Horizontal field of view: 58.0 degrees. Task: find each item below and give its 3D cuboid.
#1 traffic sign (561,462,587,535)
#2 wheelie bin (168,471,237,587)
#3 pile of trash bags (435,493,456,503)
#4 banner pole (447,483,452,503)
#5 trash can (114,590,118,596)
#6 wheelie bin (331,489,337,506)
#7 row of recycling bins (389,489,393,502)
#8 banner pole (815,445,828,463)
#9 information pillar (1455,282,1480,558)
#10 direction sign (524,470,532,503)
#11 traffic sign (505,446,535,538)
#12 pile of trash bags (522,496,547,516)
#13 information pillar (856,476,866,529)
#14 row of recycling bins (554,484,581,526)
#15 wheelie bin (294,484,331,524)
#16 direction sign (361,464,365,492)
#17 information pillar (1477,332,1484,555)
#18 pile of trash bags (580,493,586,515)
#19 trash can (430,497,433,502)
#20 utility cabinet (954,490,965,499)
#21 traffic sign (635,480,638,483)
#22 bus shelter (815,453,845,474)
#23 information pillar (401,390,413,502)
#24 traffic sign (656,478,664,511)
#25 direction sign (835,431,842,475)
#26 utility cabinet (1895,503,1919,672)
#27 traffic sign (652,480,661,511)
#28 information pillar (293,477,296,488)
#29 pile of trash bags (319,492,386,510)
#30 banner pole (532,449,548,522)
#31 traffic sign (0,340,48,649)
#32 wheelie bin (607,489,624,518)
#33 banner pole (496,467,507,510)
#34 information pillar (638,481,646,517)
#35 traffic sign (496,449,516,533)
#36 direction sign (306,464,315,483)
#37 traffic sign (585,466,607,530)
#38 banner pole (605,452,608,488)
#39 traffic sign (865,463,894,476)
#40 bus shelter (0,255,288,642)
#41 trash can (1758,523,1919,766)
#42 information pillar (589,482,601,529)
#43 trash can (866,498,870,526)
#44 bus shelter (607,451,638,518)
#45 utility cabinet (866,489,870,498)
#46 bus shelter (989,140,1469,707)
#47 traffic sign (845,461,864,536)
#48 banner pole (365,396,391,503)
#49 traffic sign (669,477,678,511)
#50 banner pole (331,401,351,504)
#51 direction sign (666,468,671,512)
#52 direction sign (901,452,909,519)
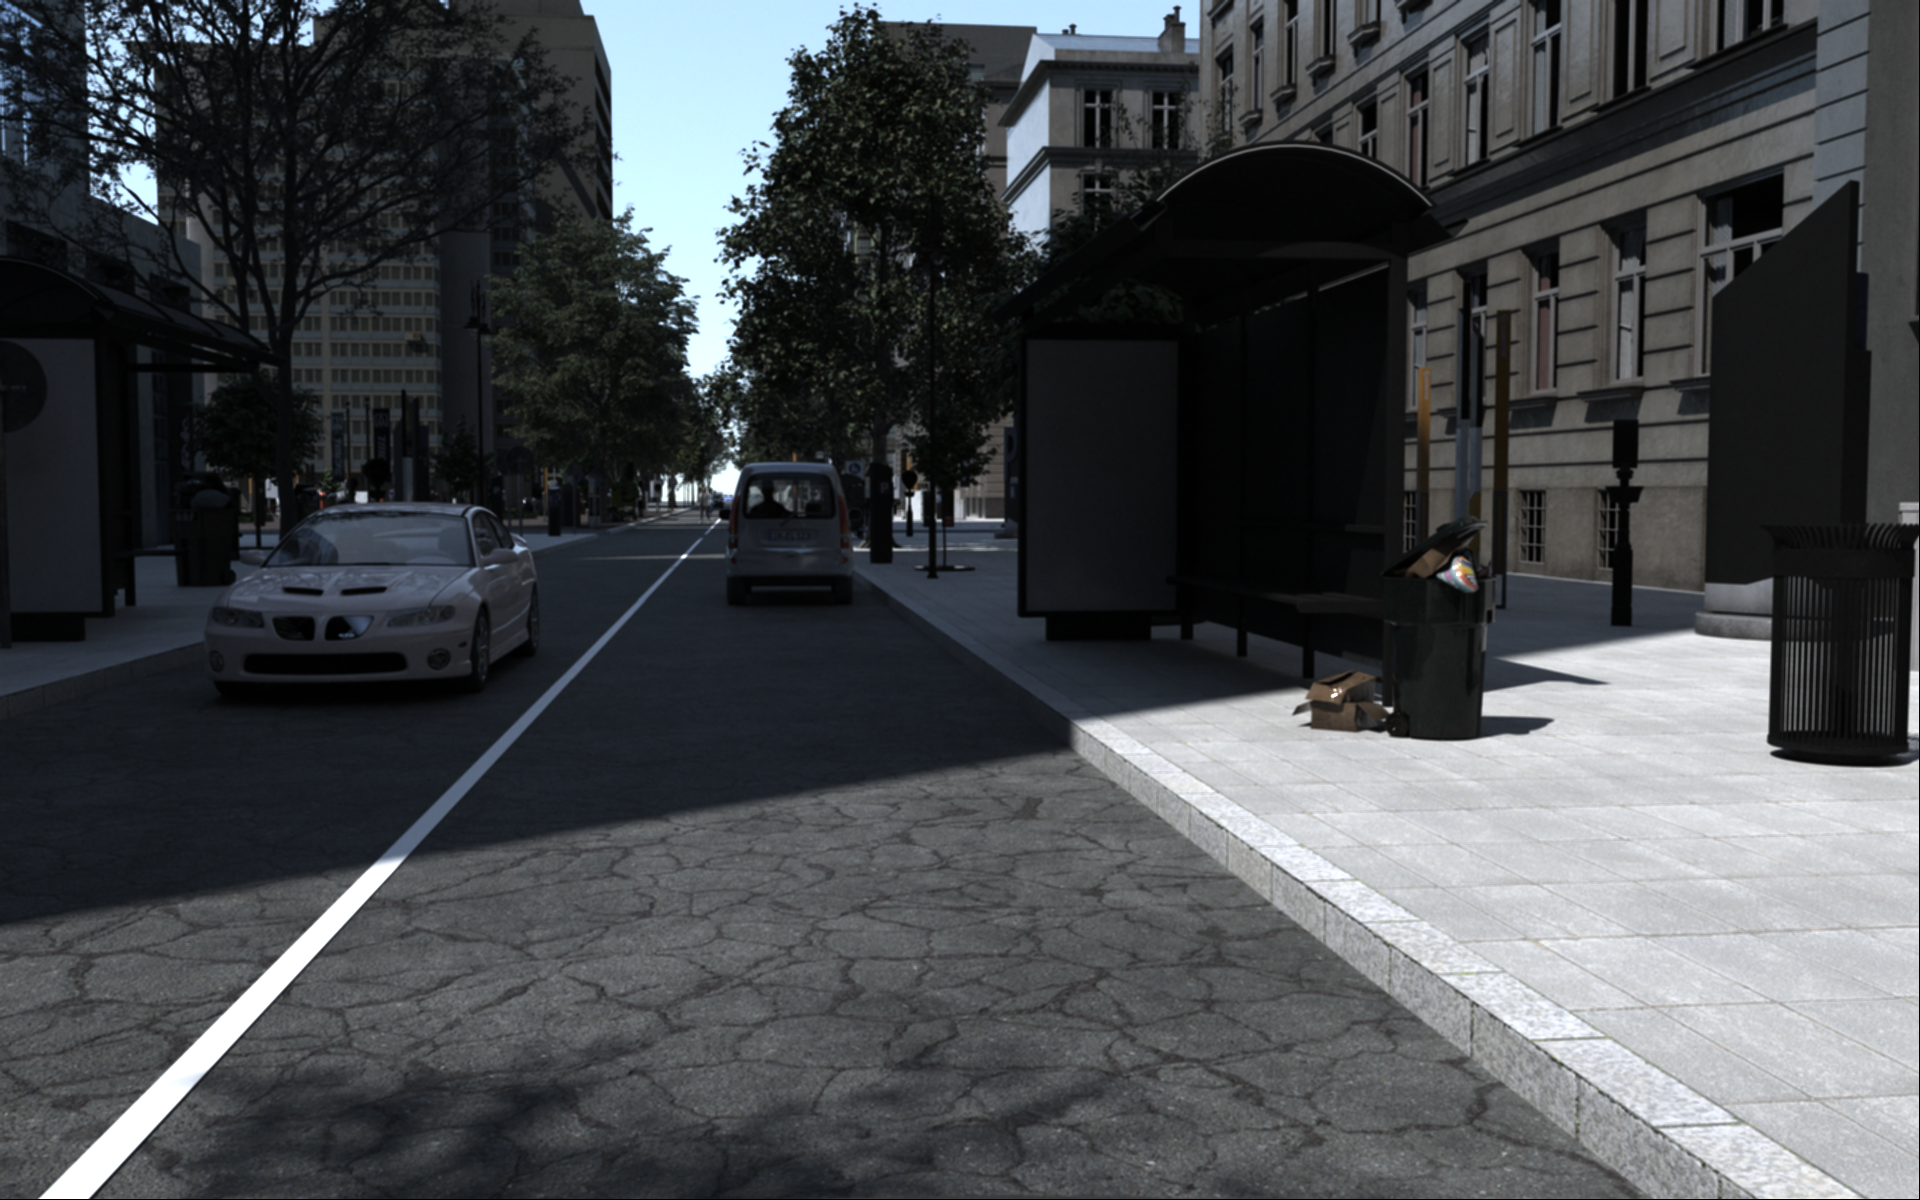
[{"bbox_3d":[-12.068,-3.093,54.220,0.795,2.450,0.064,0,4,-7],"label":"traffic sign"},{"bbox_3d":[-10.561,-0.994,24.166,0.980,1.594,0.693,1,4,23],"label":"wheelie bin"},{"bbox_3d":[-31.454,-5.852,105.433,1.912,1.369,3.447,0,4,3],"label":"pile of trash bags"},{"bbox_3d":[-37.321,-8.381,127.043,0.863,3.779,0.401,-2,4,-30],"label":"banner pole"},{"bbox_3d":[-10.490,-0.562,20.847,0.748,1.137,0.748,0,3,0],"label":"trash can"},{"bbox_3d":[-36.784,-5.694,101.011,0.980,1.594,0.693,0,4,8],"label":"wheelie bin"},{"bbox_3d":[-39.893,-7.118,123.490,1.069,1.692,3.534,0,4,-4],"label":"row of recycling bins"},{"bbox_3d":[-6.699,-5.795,84.758,0.863,3.779,0.401,-2,4,-26],"label":"banner pole"},{"bbox_3d":[5.661,-1.716,19.403,0.183,3.616,0.504,1,4,18],"label":"information pillar"},{"bbox_3d":[-26.573,-7.057,107.385,0.876,3.537,0.379,-2,4,-34],"label":"direction sign"},{"bbox_3d":[-11.567,-2.780,45.566,0.768,2.556,0.104,0,4,-6],"label":"traffic sign"},{"bbox_3d":[-24.369,-5.620,101.634,3.447,1.369,1.912,3,4,38],"label":"pile of trash bags"},{"bbox_3d":[-3.643,-3.587,63.139,0.304,2.012,0.304,3,4,36],"label":"information pillar"},{"bbox_3d":[-16.224,-3.898,70.843,1.069,1.692,3.534,-1,4,-20],"label":"row of recycling bins"},{"bbox_3d":[-19.597,-2.694,51.947,0.693,1.594,0.980,2,4,31],"label":"wheelie bin"},{"bbox_3d":[-45.542,-8.577,132.228,0.379,3.537,0.876,0,4,-1],"label":"direction sign"},{"bbox_3d":[6.365,-1.856,21.698,0.183,3.616,0.504,-1,4,-15],"label":"information pillar"},{"bbox_3d":[-23.985,-6.022,108.210,3.447,1.369,1.912,-2,4,-31],"label":"pile of trash bags"},{"bbox_3d":[-28.172,-4.880,91.441,0.748,1.137,0.748,0,3,0],"label":"trash can"},{"bbox_3d":[-0.156,-4.971,89.955,0.318,1.500,1.173,-2,4,-33],"label":"utility cabinet"},{"bbox_3d":[-24.055,-7.822,127.887,0.884,2.594,0.081,0,4,1],"label":"traffic sign"},{"bbox_3d":[-6.951,-5.775,88.347,2.014,3.302,5.546,0,4,-7],"label":"bus shelter"},{"bbox_3d":[-12.471,-2.920,39.101,0.183,3.616,0.504,0,4,-2],"label":"information pillar"},{"bbox_3d":[-23.465,-8.258,135.120,0.768,2.556,0.104,0,4,-5],"label":"traffic sign"},{"bbox_3d":[-4.387,-4.309,62.456,0.379,3.537,0.876,-1,4,-18],"label":"direction sign"},{"bbox_3d":[7.296,-0.076,12.397,1.020,1.237,0.306,2,4,34],"label":"utility cabinet"},{"bbox_3d":[-22.458,-7.713,128.235,0.606,2.300,0.079,0,4,-7],"label":"traffic sign"},{"bbox_3d":[-29.480,-4.401,76.444,0.304,2.012,0.304,-1,4,-10],"label":"information pillar"},{"bbox_3d":[-28.278,-4.297,80.010,3.447,1.369,1.912,1,4,12],"label":"pile of trash bags"},{"bbox_3d":[-19.440,-5.511,80.121,0.863,3.779,0.401,-3,5,-44],"label":"banner pole"},{"bbox_3d":[-7.931,-0.870,14.324,0.768,2.556,0.104,0,4,-4],"label":"traffic sign"},{"bbox_3d":[-17.741,-4.980,89.332,0.980,1.594,0.693,-1,4,-23],"label":"wheelie bin"},{"bbox_3d":[-29.868,-7.523,113.021,0.863,3.779,0.401,-2,4,-31],"label":"banner pole"},{"bbox_3d":[-17.646,-5.601,96.061,0.304,2.012,0.304,1,4,14],"label":"information pillar"},{"bbox_3d":[-12.789,-2.999,49.148,0.768,2.556,0.104,0,3,0],"label":"traffic sign"},{"bbox_3d":[-48.581,-8.413,129.557,0.379,3.537,0.876,1,4,23],"label":"direction sign"},{"bbox_3d":[-13.055,-3.578,62.145,0.795,2.450,0.064,0,4,-7],"label":"traffic sign"},{"bbox_3d":[-17.990,-5.960,87.467,0.401,3.779,0.863,1,4,21],"label":"banner pole"},{"bbox_3d":[-2.396,-3.162,51.708,0.884,2.594,0.081,0,4,1],"label":"traffic sign"},{"bbox_3d":[-8.505,-1.439,17.444,2.014,3.302,5.546,0,4,-7],"label":"bus shelter"},{"bbox_3d":[4.251,0.201,8.366,0.748,1.137,0.748,0,3,0],"label":"trash can"},{"bbox_3d":[-13.497,-3.637,63.960,0.304,2.012,0.304,3,5,43],"label":"information pillar"},{"bbox_3d":[-3.308,-3.323,65.990,0.748,1.137,0.748,0,3,0],"label":"trash can"},{"bbox_3d":[-18.925,-6.451,96.750,1.731,3.624,6.357,0,4,-7],"label":"bus shelter"},{"bbox_3d":[-3.900,-3.781,70.491,0.318,1.500,1.173,3,4,39],"label":"utility cabinet"},{"bbox_3d":[1.596,-1.147,12.683,2.014,3.302,5.546,0,4,-7],"label":"bus shelter"},{"bbox_3d":[-3.213,-3.110,52.980,0.606,2.300,0.079,0,4,2],"label":"traffic sign"},{"bbox_3d":[-14.970,-3.329,44.454,0.863,3.779,0.401,1,4,11],"label":"banner pole"},{"bbox_3d":[-22.039,-8.119,132.847,0.768,2.556,0.104,0,4,0],"label":"traffic sign"},{"bbox_3d":[-16.652,-3.469,46.728,0.863,3.779,0.401,2,4,26],"label":"banner pole"},{"bbox_3d":[-21.310,-8.234,126.624,0.379,3.537,0.876,-1,4,-9],"label":"direction sign"},{"bbox_3d":[-2.807,-5.914,88.692,0.379,3.537,0.876,2,4,26],"label":"direction sign"}]
